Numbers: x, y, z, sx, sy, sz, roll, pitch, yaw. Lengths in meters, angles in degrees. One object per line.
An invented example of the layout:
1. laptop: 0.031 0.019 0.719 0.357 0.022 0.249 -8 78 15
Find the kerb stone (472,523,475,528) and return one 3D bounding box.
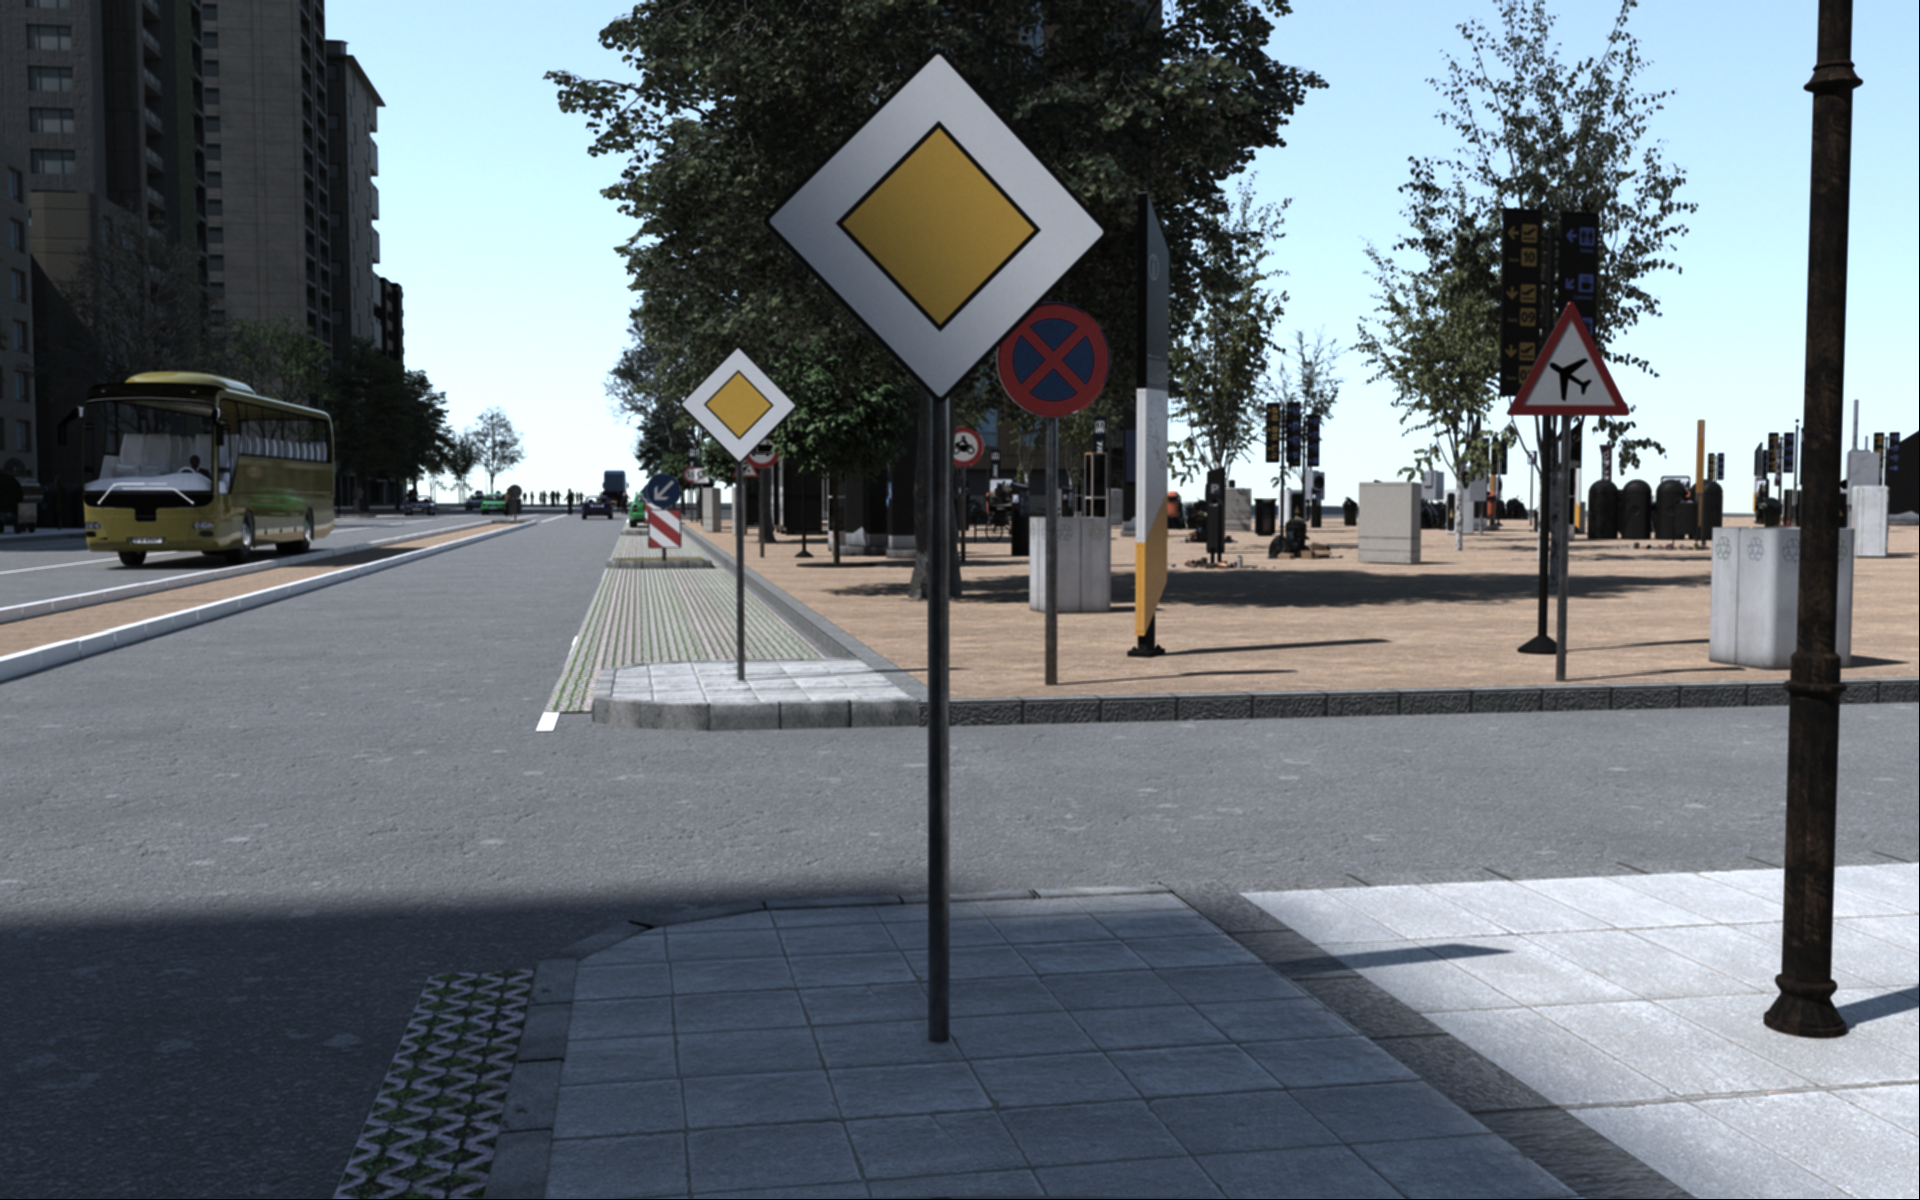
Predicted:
1. kerb stone: -20.590 -3.089 72.735 0.120 0.150 1.000 -1 4 -10

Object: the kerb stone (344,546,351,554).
1. kerb stone: -14.795 -1.174 41.461 0.120 0.150 1.000 -1 4 -10

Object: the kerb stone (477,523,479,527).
1. kerb stone: -20.969 -3.211 74.750 0.120 0.150 1.000 -1 4 -10

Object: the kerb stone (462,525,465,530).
1. kerb stone: -19.847 -2.839 68.692 0.120 0.150 1.000 -1 4 -10

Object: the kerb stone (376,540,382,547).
1. kerb stone: -15.725 -1.486 46.496 0.120 0.150 1.000 -1 4 -10

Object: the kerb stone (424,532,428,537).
1. kerb stone: -17.599 -2.100 56.582 0.120 0.150 1.000 -1 4 -10

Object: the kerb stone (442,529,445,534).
1. kerb stone: -18.540 -2.406 61.619 0.120 0.150 1.000 -1 4 -10

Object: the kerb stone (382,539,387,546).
1. kerb stone: -15.919 -1.548 47.512 0.120 0.150 1.000 -1 4 -10

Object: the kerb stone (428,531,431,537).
1. kerb stone: -17.787 -2.161 57.587 0.120 0.150 1.000 -1 4 -10

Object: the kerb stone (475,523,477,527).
1. kerb stone: -20.781 -3.153 73.745 0.120 0.150 1.000 -1 4 -10

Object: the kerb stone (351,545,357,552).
1. kerb stone: -14.985 -1.240 42.471 0.120 0.150 1.000 -1 4 -10

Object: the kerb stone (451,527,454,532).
1. kerb stone: -19.098 -2.593 64.657 0.120 0.150 1.000 -1 4 -10

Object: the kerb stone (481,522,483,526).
1. kerb stone: -21.350 -3.338 76.772 0.120 0.150 1.000 -1 4 -10

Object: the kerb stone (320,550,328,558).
1. kerb stone: -14.230 -0.993 38.432 0.120 0.150 1.000 -1 4 -10

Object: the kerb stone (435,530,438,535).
1. kerb stone: -18.170 -2.287 59.608 0.120 0.150 1.000 -1 4 -10

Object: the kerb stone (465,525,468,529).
1. kerb stone: -20.030 -2.906 69.702 0.120 0.150 1.000 -1 4 -10

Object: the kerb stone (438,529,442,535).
1. kerb stone: -18.346 -2.350 60.615 0.120 0.150 1.000 -1 4 -10

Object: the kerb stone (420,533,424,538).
1. kerb stone: -17.416 -2.042 55.576 0.120 0.150 1.000 -1 4 -10

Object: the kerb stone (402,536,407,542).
1. kerb stone: -16.666 -1.793 51.532 0.120 0.150 1.000 -1 4 -10

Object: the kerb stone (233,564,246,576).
1. kerb stone: -12.735 -0.499 30.354 0.120 0.150 1.000 -1 4 -10

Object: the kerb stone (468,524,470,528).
1. kerb stone: -20.230 -2.968 70.717 0.120 0.150 1.000 -1 4 -10

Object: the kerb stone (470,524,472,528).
1. kerb stone: -20.412 -3.029 71.725 0.120 0.150 1.000 -1 4 -10

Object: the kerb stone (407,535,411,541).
1. kerb stone: -16.857 -1.850 52.553 0.120 0.150 1.000 -1 4 -10

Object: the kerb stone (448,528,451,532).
1. kerb stone: -18.914 -2.535 63.640 0.120 0.150 1.000 -1 4 -10

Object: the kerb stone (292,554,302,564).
1. kerb stone: -13.670 -0.807 35.407 0.120 0.150 1.000 -1 4 -10

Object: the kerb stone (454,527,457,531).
1. kerb stone: -19.288 -2.658 65.667 0.120 0.150 1.000 -1 4 -10

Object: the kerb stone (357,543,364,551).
1. kerb stone: -15.159 -1.298 43.478 0.120 0.150 1.000 -1 4 -10

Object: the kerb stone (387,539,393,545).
1. kerb stone: -16.101 -1.610 48.517 0.120 0.150 1.000 -1 4 -10

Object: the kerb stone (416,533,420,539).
1. kerb stone: -17.215 -1.980 54.568 0.120 0.150 1.000 -1 4 -10

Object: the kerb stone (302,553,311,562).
1. kerb stone: -13.857 -0.870 36.423 0.120 0.150 1.000 -1 4 -10

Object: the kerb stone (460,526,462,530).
1. kerb stone: -19.656 -2.782 67.681 0.120 0.150 1.000 -1 4 -10

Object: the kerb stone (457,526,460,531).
1. kerb stone: -19.472 -2.720 66.672 0.120 0.150 1.000 -1 4 -10

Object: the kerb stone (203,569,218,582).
1. kerb stone: -12.368 -0.376 28.337 0.120 0.150 1.000 -1 4 -10

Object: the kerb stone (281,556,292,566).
1. kerb stone: -13.487 -0.744 34.398 0.120 0.150 1.000 -1 4 -10

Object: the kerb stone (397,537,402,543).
1. kerb stone: -16.473 -1.723 50.529 0.120 0.150 1.000 -1 4 -10

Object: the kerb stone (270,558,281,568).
1. kerb stone: -13.302 -0.684 33.387 0.120 0.150 1.000 -1 4 -10

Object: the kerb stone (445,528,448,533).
1. kerb stone: -18.720 -2.473 62.637 0.120 0.150 1.000 -1 4 -10

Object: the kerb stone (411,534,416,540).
1. kerb stone: -17.035 -1.918 53.559 0.120 0.150 1.000 -1 4 -10

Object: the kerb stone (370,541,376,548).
1. kerb stone: -15.544 -1.423 45.486 0.120 0.150 1.000 -1 4 -10

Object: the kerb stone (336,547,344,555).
1. kerb stone: -14.594 -1.117 40.452 0.120 0.150 1.000 -1 4 -10

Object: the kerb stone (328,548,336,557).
1. kerb stone: -14.420 -1.055 39.445 0.120 0.150 1.000 -1 4 -10

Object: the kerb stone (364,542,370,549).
1. kerb stone: -15.353 -1.361 44.482 0.120 0.150 1.000 -1 4 -10

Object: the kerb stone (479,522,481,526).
1. kerb stone: -21.165 -3.274 75.767 0.120 0.150 1.000 -1 4 -10

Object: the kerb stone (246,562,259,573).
1. kerb stone: -12.920 -0.560 31.359 0.120 0.150 1.000 -1 4 -10

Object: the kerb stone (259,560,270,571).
1. kerb stone: -13.105 -0.621 32.370 0.120 0.150 1.000 -1 4 -10

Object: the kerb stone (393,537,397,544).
1. kerb stone: -16.290 -1.667 49.523 0.120 0.150 1.000 -1 4 -10

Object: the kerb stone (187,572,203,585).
1. kerb stone: -12.170 -0.314 27.326 0.120 0.150 1.000 -1 4 -10

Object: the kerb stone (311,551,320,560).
1. kerb stone: -14.039 -0.932 37.428 0.120 0.150 1.000 -1 4 -10

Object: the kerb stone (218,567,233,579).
1. kerb stone: -12.546 -0.437 29.343 0.120 0.150 1.000 -1 4 -10

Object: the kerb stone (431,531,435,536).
1. kerb stone: -17.972 -2.225 58.599 0.120 0.150 1.000 -1 4 -10
